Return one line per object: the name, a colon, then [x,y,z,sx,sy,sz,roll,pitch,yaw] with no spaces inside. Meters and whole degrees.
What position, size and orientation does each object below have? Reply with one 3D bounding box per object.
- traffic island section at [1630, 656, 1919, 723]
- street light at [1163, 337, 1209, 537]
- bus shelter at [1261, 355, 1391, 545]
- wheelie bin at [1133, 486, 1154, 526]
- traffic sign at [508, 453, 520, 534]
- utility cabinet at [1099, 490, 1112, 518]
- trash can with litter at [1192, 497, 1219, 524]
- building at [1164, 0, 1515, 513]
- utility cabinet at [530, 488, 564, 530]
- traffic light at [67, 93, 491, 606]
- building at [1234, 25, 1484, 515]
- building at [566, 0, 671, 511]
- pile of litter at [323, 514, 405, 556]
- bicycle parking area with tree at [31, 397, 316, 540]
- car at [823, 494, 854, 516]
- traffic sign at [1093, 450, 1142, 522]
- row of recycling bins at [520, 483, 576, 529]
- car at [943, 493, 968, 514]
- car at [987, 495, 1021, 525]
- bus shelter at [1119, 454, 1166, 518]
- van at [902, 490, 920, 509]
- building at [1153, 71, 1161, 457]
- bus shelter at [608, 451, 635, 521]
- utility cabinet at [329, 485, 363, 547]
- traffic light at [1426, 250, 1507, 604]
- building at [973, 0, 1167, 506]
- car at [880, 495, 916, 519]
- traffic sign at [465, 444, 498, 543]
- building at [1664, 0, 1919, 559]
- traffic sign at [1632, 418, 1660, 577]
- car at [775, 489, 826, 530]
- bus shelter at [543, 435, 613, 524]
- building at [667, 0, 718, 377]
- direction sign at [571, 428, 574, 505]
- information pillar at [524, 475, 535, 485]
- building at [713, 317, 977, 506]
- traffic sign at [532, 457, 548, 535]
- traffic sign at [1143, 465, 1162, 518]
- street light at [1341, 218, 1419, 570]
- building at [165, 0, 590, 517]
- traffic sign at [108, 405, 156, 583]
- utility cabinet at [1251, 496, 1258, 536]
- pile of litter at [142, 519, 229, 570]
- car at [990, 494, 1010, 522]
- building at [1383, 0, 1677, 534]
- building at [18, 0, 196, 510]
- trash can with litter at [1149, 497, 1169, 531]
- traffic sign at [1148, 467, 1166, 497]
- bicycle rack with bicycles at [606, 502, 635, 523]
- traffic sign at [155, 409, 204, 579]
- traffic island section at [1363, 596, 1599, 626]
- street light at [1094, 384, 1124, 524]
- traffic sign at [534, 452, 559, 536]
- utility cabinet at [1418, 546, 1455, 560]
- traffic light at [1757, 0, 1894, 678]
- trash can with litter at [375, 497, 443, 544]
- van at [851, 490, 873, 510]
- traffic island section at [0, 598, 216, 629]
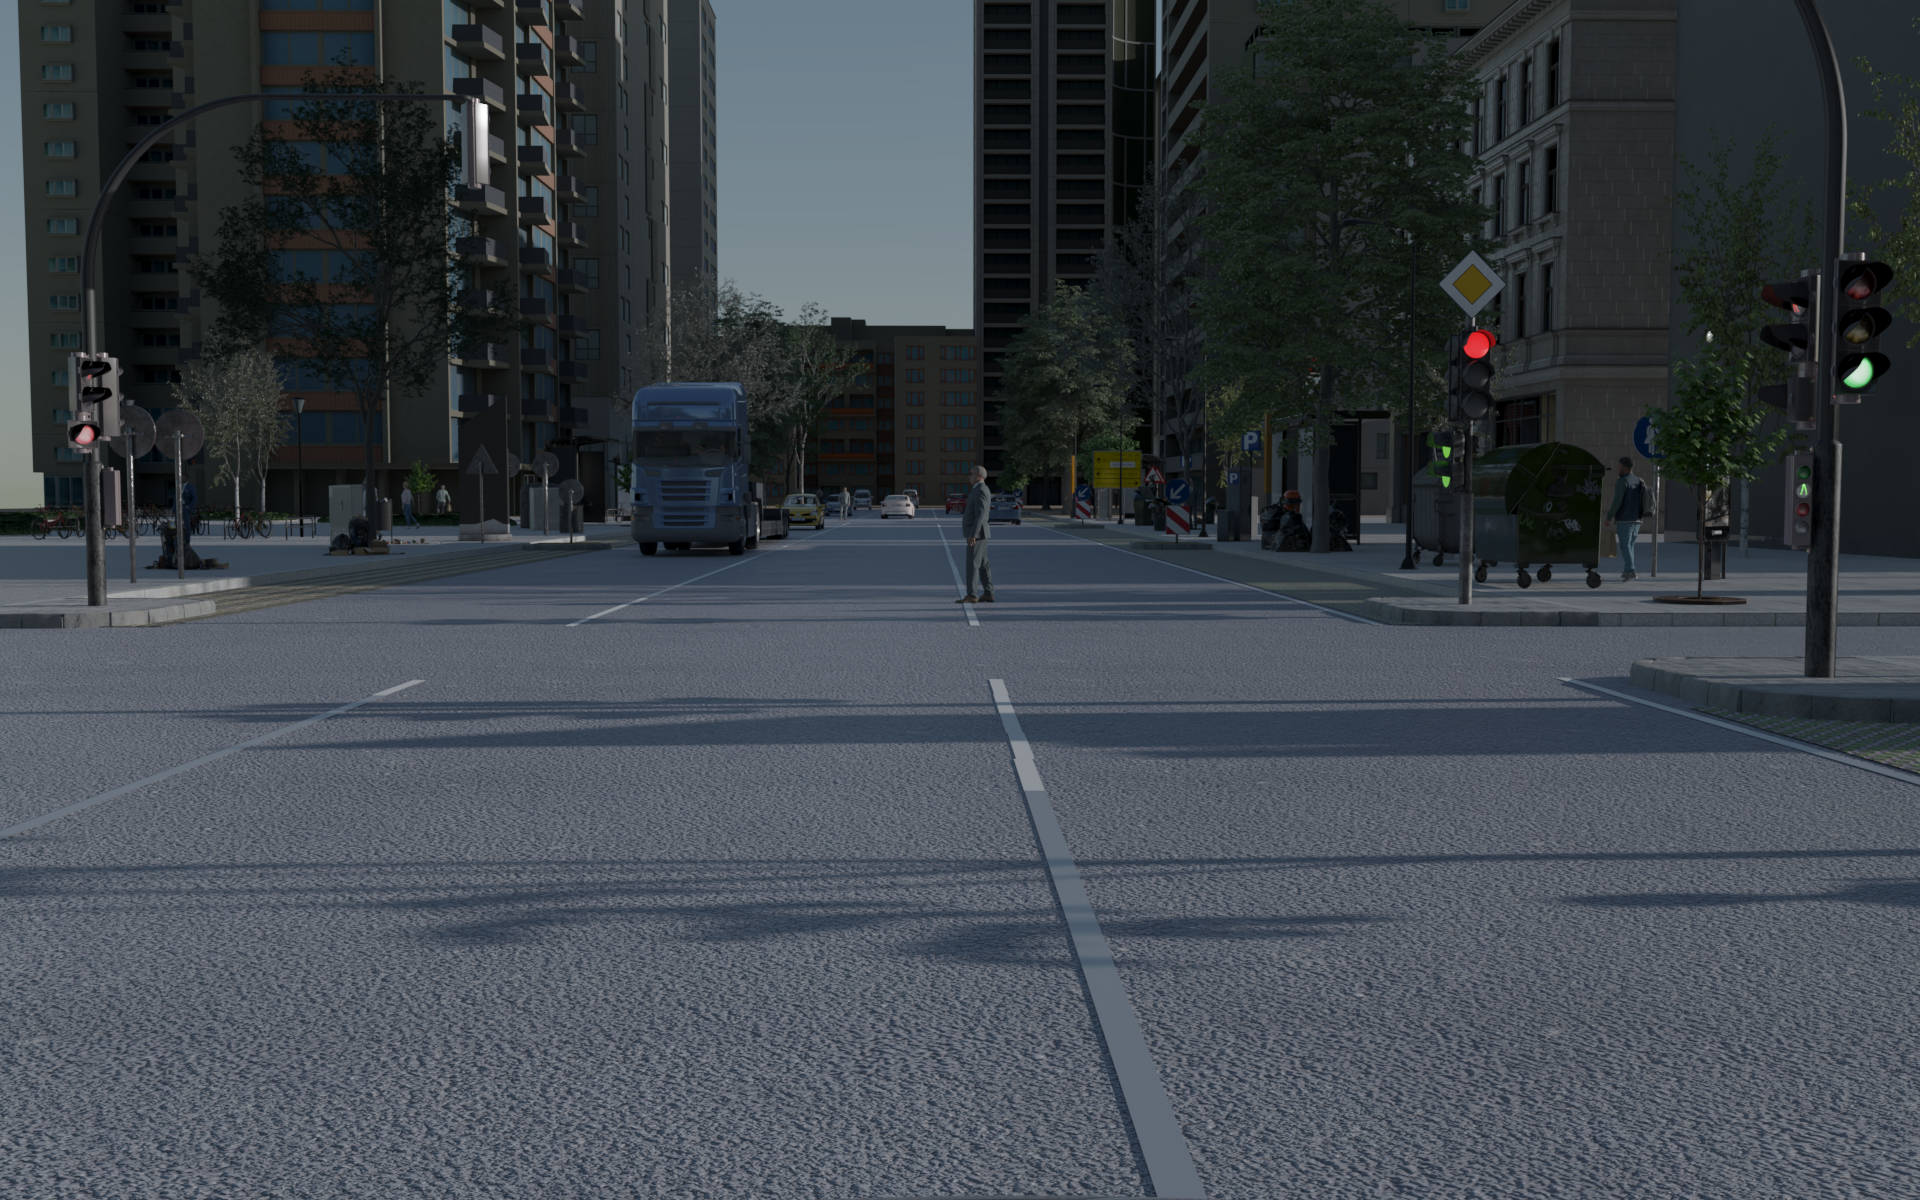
traffic island section: [6.062,0.616,12.206,2.009,0.180,2.903,0,4,-1]
street light: [6.699,-4.818,51.315,1.470,5.913,1.316,0,4,-1]
bus shelter: [9.652,-4.283,47.651,2.179,5.291,8.768,0,4,-1]
wheelie bin: [7.389,-3.801,70.048,0.980,1.594,0.693,-3,5,-43]
traffic sign: [-13.963,-3.265,53.494,0.768,2.556,0.104,0,4,3]
utility cabinet: [7.743,-5.106,92.166,0.318,1.500,1.173,-1,4,-17]
trash can with litter: [10.372,-3.785,73.267,1.055,1.170,0.624,-2,4,-24]
building: [27.303,-30.859,128.250,21.300,48.544,21.600,0,4,-1]
utility cabinet: [-14.520,-3.196,60.927,1.173,1.500,0.318,-3,5,-43]
traffic light: [-7.798,-2.763,19.836,4.771,5.953,1.251,0,4,-1]
building: [24.548,-20.745,110.878,14.160,30.474,14.107,0,4,-1]
building: [-39.254,-33.973,144.693,27.495,52.752,28.713,0,4,-1]
pile of litter: [-12.551,-1.380,36.532,1.719,0.858,1.176,-2,4,-23]
bicycle parking area with tree: [-22.134,-3.956,51.680,8.231,4.147,9.016,1,4,16]
car: [-7.919,-6.179,113.031,2.014,1.417,4.499,0,4,-2]
traffic sign: [7.326,-5.313,80.738,2.265,3.308,0.079,0,4,1]
row of recycling bins: [-15.235,-3.471,63.859,1.069,1.692,3.534,-3,4,-38]
car: [-0.140,-7.078,124.760,2.155,1.783,4.494,0,4,0]
car: [1.904,-4.263,81.702,2.014,1.417,4.499,0,4,-2]
bus shelter: [9.287,-5.855,89.654,2.014,3.302,5.546,0,4,-1]
van: [-4.894,-9.920,169.211,2.013,2.044,4.112,0,4,-1]
building: [36.704,-37.647,204.767,27.495,52.752,28.713,0,4,-1]
bus shelter: [-15.514,-5.504,83.907,2.014,3.302,5.546,0,4,-1]
utility cabinet: [-14.341,-1.943,40.442,0.318,1.500,1.173,-3,5,-44]
traffic light: [5.871,-1.905,20.075,0.839,4.253,0.868,0,4,-1]
building: [11.944,-46.500,198.533,20.611,71.187,20.563,0,4,-1]
car: [-3.616,-5.408,100.777,2.083,1.381,4.827,0,4,0]
traffic sign: [-12.404,-2.746,44.902,0.884,2.594,0.081,0,4,7]
building: [30.740,-14.981,38.446,24.014,27.812,14.314,0,4,-1]
traffic sign: [10.747,-1.630,26.752,0.768,2.556,0.104,0,4,5]
car: [-6.408,-3.653,69.943,2.015,1.641,3.980,0,4,-1]
bus shelter: [-15.854,-4.949,72.197,1.731,3.624,6.357,0,4,-1]
building: [-42.127,-40.099,197.611,28.212,58.520,21.231,0,4,-1]
direction sign: [-13.460,-4.167,60.120,0.379,3.537,0.876,-1,4,-12]
information pillar: [-16.359,-3.753,65.853,0.304,2.012,0.304,-3,4,-39]
building: [-12.879,-21.918,203.398,28.899,21.520,27.650,0,4,-1]
traffic sign: [-13.122,-3.337,54.666,0.768,2.556,0.104,0,4,4]
traffic sign: [8.634,-4.750,77.665,0.884,2.594,0.081,0,4,6]
street light: [7.111,-3.475,29.354,1.470,5.913,1.316,0,4,-1]
building: [-35.850,-27.749,108.315,22.147,44.769,28.867,0,4,-1]
traffic sign: [-11.899,-1.514,24.857,0.768,2.556,0.104,0,4,8]
utility cabinet: [8.736,-2.559,53.006,0.306,1.237,1.020,-1,4,-21]
pile of litter: [-13.333,-0.968,29.794,1.719,0.858,1.176,3,5,43]
car: [1.650,-4.852,89.546,2.015,1.641,3.980,0,4,-3]
building: [23.375,-13.709,75.051,10.553,20.767,40.483,0,4,-1]
building: [-64.015,-32.072,148.073,21.600,48.544,21.300,0,4,-1]
trash can with litter: [7.102,-2.980,60.109,1.055,1.170,0.624,-3,4,-38]
traffic sign: [9.554,-5.139,84.026,0.884,2.594,0.081,0,4,3]
bicycle rack with bicycles: [-14.330,-3.923,77.521,2.852,0.926,2.925,2,4,35]
traffic sign: [-11.759,-1.588,26.077,0.768,2.556,0.104,0,4,0]
traffic island section: [5.911,0.128,20.190,2.009,0.180,2.903,0,4,-1]
street light: [6.270,-6.161,73.274,1.470,5.913,1.316,0,4,-1]
traffic sign: [-12.531,-3.201,52.446,0.768,2.556,0.104,0,4,4]
utility cabinet: [9.407,-1.410,34.208,0.306,1.237,1.020,-1,4,-14]
traffic light: [3.932,-2.278,11.910,4.771,5.953,1.251,0,4,-1]
trash can with litter: [-14.488,-2.044,44.484,2.233,1.210,1.678,0,4,-3]
van: [-8.875,-9.210,157.593,2.013,2.044,4.112,0,4,-2]
traffic island section: [-9.928,0.146,19.895,2.009,0.180,2.903,0,4,-1]
